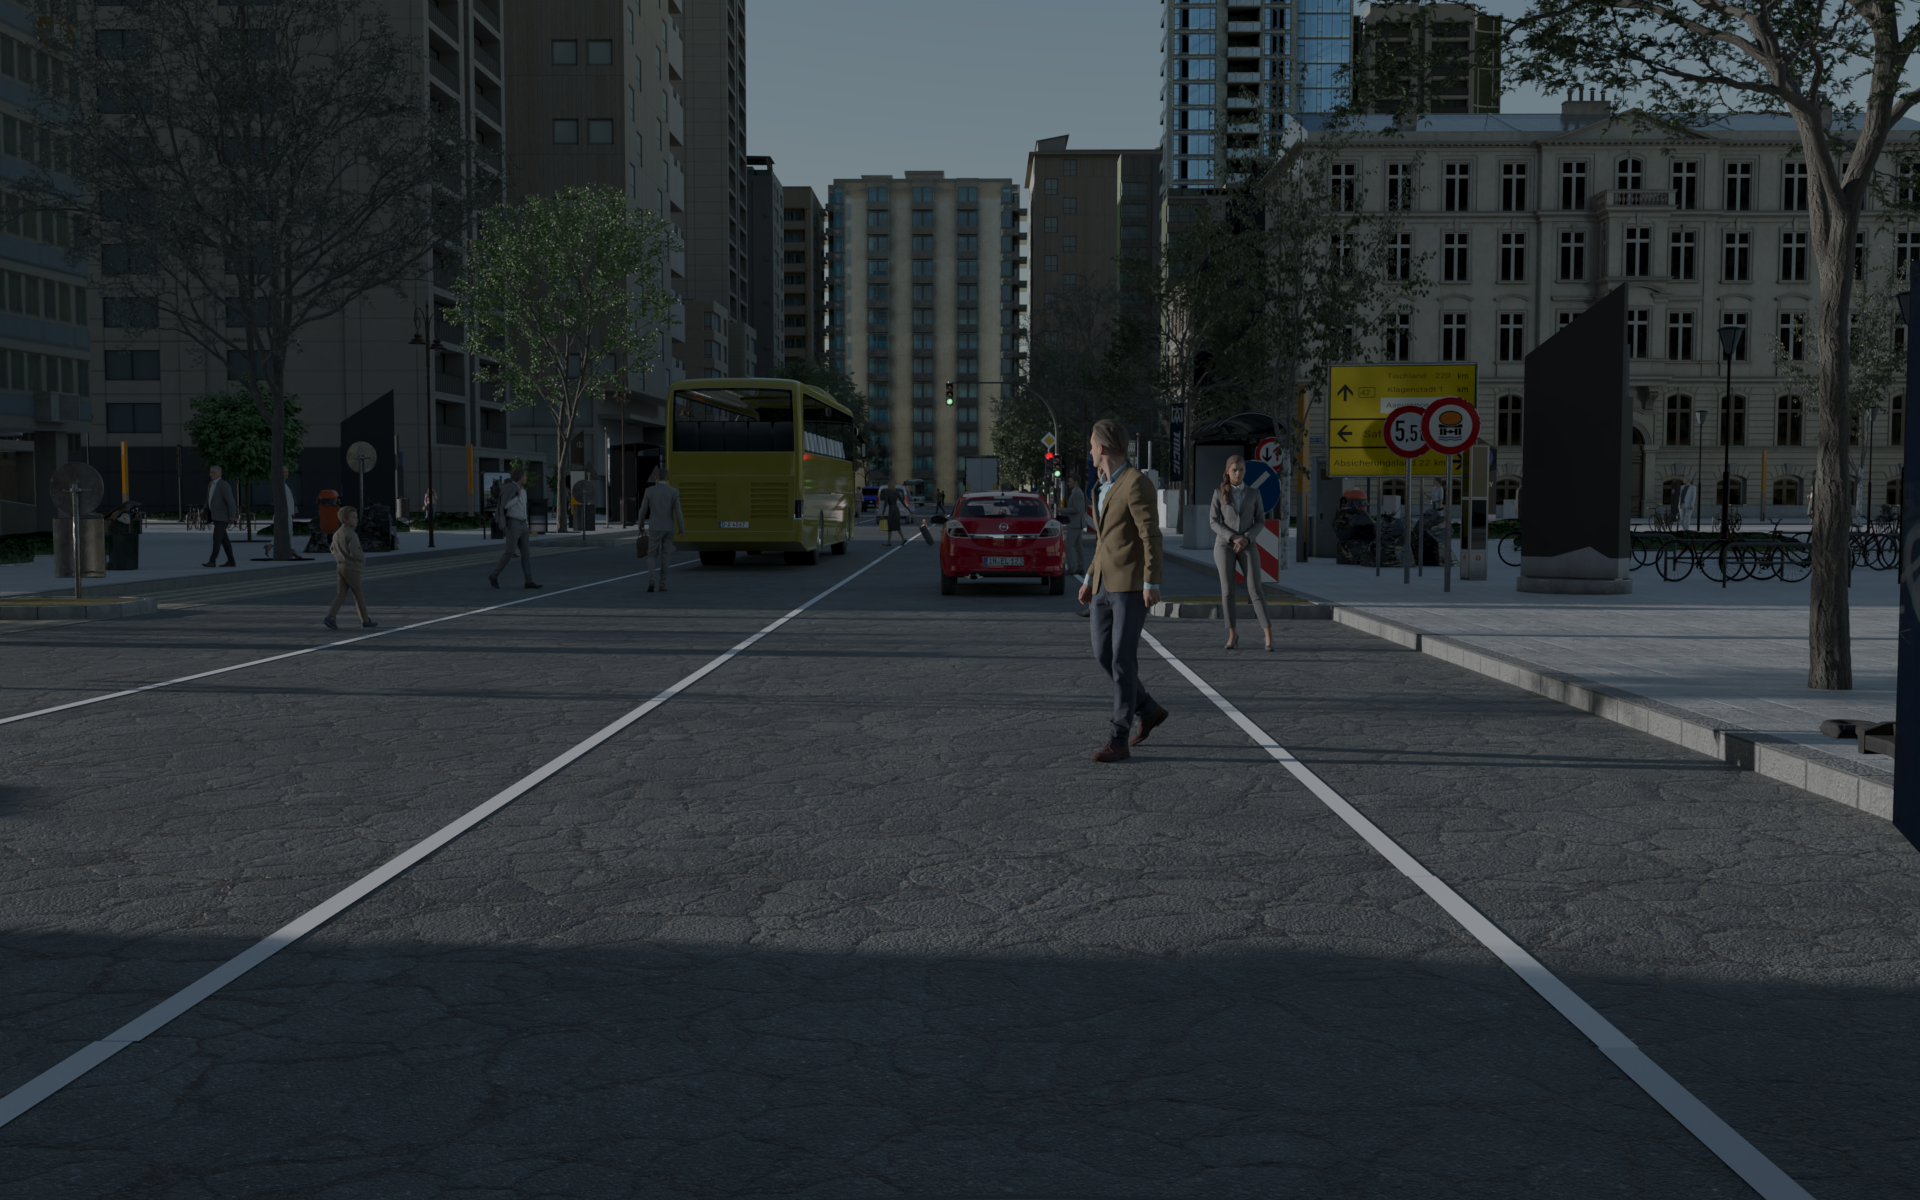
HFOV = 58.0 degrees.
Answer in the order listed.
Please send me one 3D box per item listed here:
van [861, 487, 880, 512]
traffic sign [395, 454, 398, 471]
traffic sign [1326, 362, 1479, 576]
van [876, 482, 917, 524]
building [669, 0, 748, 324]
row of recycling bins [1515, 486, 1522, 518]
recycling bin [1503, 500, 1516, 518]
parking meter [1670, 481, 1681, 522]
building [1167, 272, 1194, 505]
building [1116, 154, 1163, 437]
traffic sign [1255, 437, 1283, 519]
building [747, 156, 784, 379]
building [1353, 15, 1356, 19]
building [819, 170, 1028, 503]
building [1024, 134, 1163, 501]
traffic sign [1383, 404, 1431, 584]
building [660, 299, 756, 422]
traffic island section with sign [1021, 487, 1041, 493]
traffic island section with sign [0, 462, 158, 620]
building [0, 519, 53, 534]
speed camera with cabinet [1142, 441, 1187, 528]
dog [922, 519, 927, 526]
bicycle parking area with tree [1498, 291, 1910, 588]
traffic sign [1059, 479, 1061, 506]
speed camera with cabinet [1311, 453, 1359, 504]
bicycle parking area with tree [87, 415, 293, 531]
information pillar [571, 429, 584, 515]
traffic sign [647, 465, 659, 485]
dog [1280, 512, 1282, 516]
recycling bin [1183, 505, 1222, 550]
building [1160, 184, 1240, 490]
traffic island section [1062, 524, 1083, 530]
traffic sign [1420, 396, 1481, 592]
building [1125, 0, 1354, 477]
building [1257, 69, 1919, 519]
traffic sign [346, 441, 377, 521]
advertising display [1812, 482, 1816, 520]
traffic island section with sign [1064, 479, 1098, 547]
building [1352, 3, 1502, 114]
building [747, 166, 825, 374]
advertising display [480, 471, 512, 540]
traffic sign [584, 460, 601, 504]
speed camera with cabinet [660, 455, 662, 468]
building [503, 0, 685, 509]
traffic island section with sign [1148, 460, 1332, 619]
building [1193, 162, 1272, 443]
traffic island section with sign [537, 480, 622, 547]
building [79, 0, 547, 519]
[{"bbox_3d":[-6.921,-8.220,138.780,2.240,2.365,5.245,0,4,2],"label":"van"},{"bbox_3d":[-16.014,-2.944,48.246,0.768,2.556,0.104,0,4,7],"label":"traffic sign"},{"bbox_3d":[6.851,-2.021,26.910,2.265,3.308,0.079,1,4,9],"label":"traffic sign"},{"bbox_3d":[-3.099,-4.681,83.551,2.013,2.044,4.112,0,4,3],"label":"van"},{"bbox_3d":[-32.259,-46.117,192.267,20.563,71.187,20.611,0,4,1],"label":"building"},{"bbox_3d":[24.277,-3.853,70.102,3.534,1.692,1.069,0,4,-1],"label":"row of recycling bins"},{"bbox_3d":[25.577,-4.118,79.891,0.722,1.027,0.722,-2,4,-33],"label":"recycling bin"},{"bbox_3d":[32.606,-4.479,78.944,0.255,1.863,0.399,-1,4,-13],"label":"parking meter"},{"bbox_3d":[23.371,-18.741,142.566,11.583,22.565,21.152,0,4,1],"label":"building"},{"bbox_3d":[25.952,-32.241,210.736,14.154,41.232,14.086,0,4,1],"label":"building"},{"bbox_3d":[6.979,-2.365,38.778,0.768,2.556,0.104,0,4,6],"label":"traffic sign"},{"bbox_3d":[-28.748,-32.257,210.990,14.086,41.232,14.154,0,4,1],"label":"building"},{"bbox_3d":[48.134,-50.031,256.250,20.611,71.187,20.563,0,4,1],"label":"building"},{"bbox_3d":[-5.305,-39.104,258.958,30.456,49.044,23.786,0,4,1],"label":"building"},{"bbox_3d":[23.710,-41.128,261.675,27.495,52.752,28.713,0,4,1],"label":"building"},{"bbox_3d":[6.405,-1.507,24.748,0.768,2.556,0.104,0,4,3],"label":"traffic sign"},{"bbox_3d":[-35.539,-19.821,169.116,27.650,21.520,28.899,0,4,1],"label":"building"},{"bbox_3d":[4.395,-5.802,103.493,1.989,1.847,2.006,0,4,1],"label":"traffic island section with sign"},{"bbox_3d":[-10.734,-0.727,20.519,1.989,1.847,2.006,0,4,1],"label":"traffic island section with sign"},{"bbox_3d":[-35.950,-21.366,41.223,23.993,40.220,32.217,0,4,1],"label":"building"},{"bbox_3d":[7.597,-4.348,65.432,2.038,3.252,0.660,-2,4,-31],"label":"speed camera with cabinet"},{"bbox_3d":[-1.315,-2.745,64.166,0.406,0.507,0.540,-3,5,-45],"label":"dog"},{"bbox_3d":[13.468,-2.456,27.153,9.016,4.147,8.231,1,4,10],"label":"bicycle parking area with tree"},{"bbox_3d":[6.593,-6.796,113.239,0.606,2.300,0.079,1,4,9],"label":"traffic sign"},{"bbox_3d":[8.633,-2.782,39.825,0.660,3.252,2.038,2,4,28],"label":"speed camera with cabinet"},{"bbox_3d":[-28.838,-4.622,62.568,8.231,4.147,9.016,0,4,7],"label":"bicycle parking area with tree"},{"bbox_3d":[-13.813,-4.361,62.655,0.504,3.616,0.183,-1,4,-9],"label":"information pillar"},{"bbox_3d":[-13.682,-4.776,78.097,0.884,2.594,0.081,0,4,7],"label":"traffic sign"},{"bbox_3d":[16.627,-4.385,89.435,0.550,0.427,0.748,2,4,26],"label":"dog"},{"bbox_3d":[5.654,-1.696,40.280,0.722,1.027,0.722,-1,4,-17],"label":"recycling bin"},{"bbox_3d":[26.036,-24.100,165.733,14.160,30.474,14.107,0,4,1],"label":"building"},{"bbox_3d":[3.939,-2.936,70.282,2.009,0.180,2.903,0,4,1],"label":"traffic island section"},{"bbox_3d":[6.391,-1.378,22.641,0.768,2.556,0.104,0,4,8],"label":"traffic sign"},{"bbox_3d":[30.225,-53.460,186.743,22.319,86.520,31.000,0,4,1],"label":"building"},{"bbox_3d":[34.828,-16.915,95.648,34.723,24.649,14.460,0,4,1],"label":"building"},{"bbox_3d":[-14.463,-2.553,41.842,0.768,2.556,0.104,0,4,7],"label":"traffic sign"},{"bbox_3d":[34.027,-3.865,68.399,0.974,1.923,0.123,-2,4,-25],"label":"advertising display"},{"bbox_3d":[3.647,-2.399,47.857,1.989,1.847,2.006,0,4,1],"label":"traffic island section with sign"},{"bbox_3d":[68.747,-50.033,256.298,20.611,71.187,20.563,0,4,1],"label":"building"},{"bbox_3d":[-31.578,-38.816,258.344,21.600,48.544,21.300,0,4,1],"label":"building"},{"bbox_3d":[-13.138,-2.685,49.116,0.123,1.923,0.974,3,5,40],"label":"advertising display"},{"bbox_3d":[-14.158,-4.045,66.139,0.884,2.594,0.081,0,4,5],"label":"traffic sign"},{"bbox_3d":[-15.069,-5.748,88.314,0.660,3.252,2.038,1,4,19],"label":"speed camera with cabinet"},{"bbox_3d":[-36.499,-33.282,133.403,28.713,52.752,27.495,0,4,1],"label":"building"},{"bbox_3d":[3.290,-0.746,20.824,1.989,1.847,2.006,0,4,1],"label":"traffic island section with sign"},{"bbox_3d":[23.861,-18.006,124.076,12.332,23.373,15.834,0,4,1],"label":"building"},{"bbox_3d":[-10.376,-2.376,47.483,1.989,1.847,2.006,0,4,1],"label":"traffic island section with sign"},{"bbox_3d":[-35.063,-40.326,97.576,20.563,71.187,20.611,0,4,1],"label":"building"}]
